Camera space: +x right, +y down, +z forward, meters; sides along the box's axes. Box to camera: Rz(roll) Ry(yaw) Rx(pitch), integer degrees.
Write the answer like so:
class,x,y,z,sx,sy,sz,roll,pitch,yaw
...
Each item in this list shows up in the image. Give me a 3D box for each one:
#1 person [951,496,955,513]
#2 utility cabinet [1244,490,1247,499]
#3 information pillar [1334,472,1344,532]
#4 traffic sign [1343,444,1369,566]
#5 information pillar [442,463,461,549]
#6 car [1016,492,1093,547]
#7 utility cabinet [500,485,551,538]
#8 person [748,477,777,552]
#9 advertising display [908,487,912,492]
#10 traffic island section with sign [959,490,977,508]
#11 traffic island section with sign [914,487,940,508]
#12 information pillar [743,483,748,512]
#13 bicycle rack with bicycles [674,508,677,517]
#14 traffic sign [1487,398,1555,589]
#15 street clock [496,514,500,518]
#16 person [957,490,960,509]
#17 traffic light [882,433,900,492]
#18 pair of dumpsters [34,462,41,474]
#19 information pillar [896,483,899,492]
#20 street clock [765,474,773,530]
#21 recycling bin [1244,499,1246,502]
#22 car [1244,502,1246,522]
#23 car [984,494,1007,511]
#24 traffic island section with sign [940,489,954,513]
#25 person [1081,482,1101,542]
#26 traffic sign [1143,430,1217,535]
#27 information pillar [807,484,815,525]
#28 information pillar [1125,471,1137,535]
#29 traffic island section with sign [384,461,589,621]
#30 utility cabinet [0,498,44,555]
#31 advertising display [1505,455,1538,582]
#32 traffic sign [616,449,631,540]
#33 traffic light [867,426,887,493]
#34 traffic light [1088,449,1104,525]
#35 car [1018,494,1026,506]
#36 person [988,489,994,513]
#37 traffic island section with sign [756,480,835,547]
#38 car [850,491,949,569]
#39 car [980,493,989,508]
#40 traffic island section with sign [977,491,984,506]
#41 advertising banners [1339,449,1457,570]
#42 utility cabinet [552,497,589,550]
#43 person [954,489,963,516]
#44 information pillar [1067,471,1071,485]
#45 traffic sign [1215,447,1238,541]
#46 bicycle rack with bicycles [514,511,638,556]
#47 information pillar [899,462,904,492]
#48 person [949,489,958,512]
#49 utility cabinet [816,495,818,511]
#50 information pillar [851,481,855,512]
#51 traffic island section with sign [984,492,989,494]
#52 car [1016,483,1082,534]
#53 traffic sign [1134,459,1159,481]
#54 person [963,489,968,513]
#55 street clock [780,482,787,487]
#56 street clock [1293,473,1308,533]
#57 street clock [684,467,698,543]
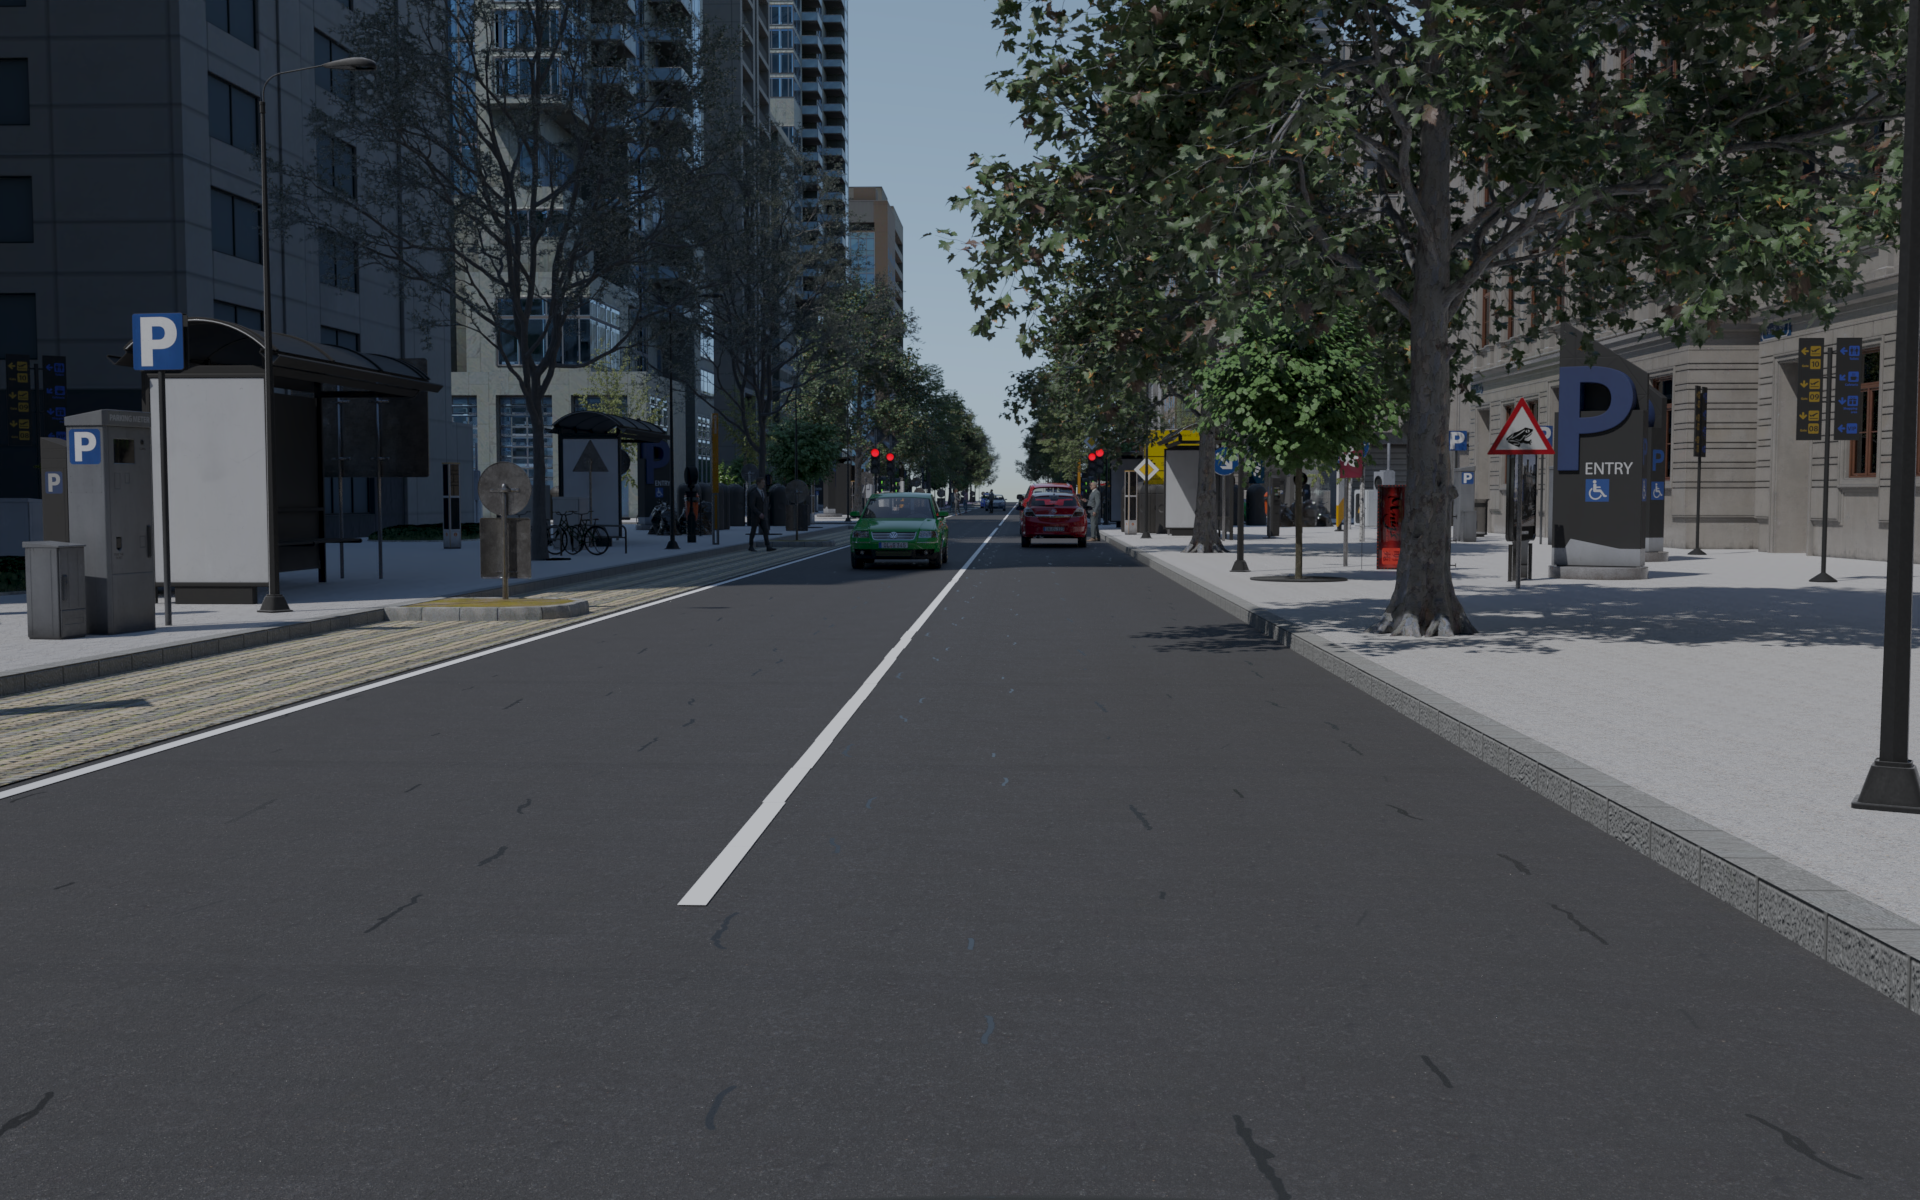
class,x,y,z,sx,sy,sz,roll,pitch,yaw
person,-0.417,-7.122,127.537,0.503,1.515,0.523,-1,4,-15
utility cabinet,17.465,-5.801,103.523,1.173,1.500,0.318,1,4,22
information pillar,13.083,-4.161,59.394,0.504,3.616,0.183,-3,5,-43
traffic sign,6.839,-1.868,30.654,0.768,2.556,0.104,0,4,7
information pillar,-11.900,-2.205,40.539,0.304,2.012,0.304,3,5,42
car,2.615,-2.387,48.072,2.155,1.783,4.494,0,4,3
utility cabinet,-10.694,-2.075,42.605,1.173,1.500,0.318,-2,4,-33
person,-4.918,-2.116,42.881,0.755,1.850,0.659,2,4,29
advertising display,-4.308,-8.191,139.138,0.974,1.923,0.123,1,4,19
traffic island section with sign,0.513,-10.436,179.252,1.989,1.847,2.006,0,4,2
traffic island section with sign,-2.357,-5.762,102.830,1.989,1.847,2.006,0,4,2
information pillar,-14.603,-6.943,118.016,0.304,2.012,0.304,0,4,-6
bicycle rack with bicycles,-10.794,-3.193,65.593,2.925,0.926,2.852,-1,4,-19
traffic sign,7.577,-1.434,23.442,0.884,2.594,0.081,0,4,7
street clock,-15.692,-3.330,59.021,0.471,2.002,0.358,-3,4,-38
person,-0.221,-9.384,161.951,0.705,1.821,1.348,0,4,-6
traffic light,-3.176,-5.559,79.805,0.839,4.253,0.868,0,4,2
pair of dumpsters,-10.614,-1.278,23.385,1.574,2.255,4.437,0,4,2
information pillar,-4.091,-6.490,110.599,0.304,2.012,0.304,2,4,32
street clock,-6.881,-3.484,61.533,0.358,2.002,0.471,2,4,30
recycling bin,15.461,-4.877,92.293,0.722,1.027,0.722,-3,5,-43
car,10.765,-4.145,76.570,4.718,1.807,1.959,0,4,0
car,3.041,-8.321,148.053,2.014,1.417,4.499,0,4,2
traffic island section with sign,-1.349,-7.409,129.767,1.989,1.847,2.006,0,4,2
person,3.985,-2.677,52.452,0.590,1.801,0.661,-1,4,-10
traffic sign,6.824,-3.669,53.853,2.265,3.308,0.079,0,4,6
information pillar,-6.315,-4.188,72.968,0.304,2.012,0.304,1,4,20
information pillar,5.378,-3.057,54.477,0.304,2.012,0.304,-1,4,-20
traffic island section with sign,-5.463,-0.716,20.343,1.989,1.847,2.006,0,4,2
utility cabinet,-14.372,-0.939,26.515,1.020,1.237,0.306,2,4,34
advertising display,8.306,-1.249,25.638,0.123,1.923,0.974,3,4,37
traffic sign,-9.504,-2.928,47.982,0.768,2.556,0.104,0,4,6
traffic light,-3.475,-5.071,71.825,0.839,4.253,0.868,0,4,2
traffic light,5.730,-5.051,71.497,0.839,4.253,0.868,0,4,2
car,7.448,-11.306,194.636,2.009,1.686,4.222,0,4,3
person,2.312,-7.384,129.412,0.473,1.802,0.592,2,4,23
traffic island section with sign,-4.446,-2.364,47.279,1.989,1.847,2.006,0,4,2
car,-1.180,-1.587,34.740,1.959,1.807,4.718,0,4,2
car,2.979,-10.226,176.787,1.945,1.707,3.694,0,4,4
traffic island section with sign,1.537,-12.092,206.333,1.989,1.847,2.006,0,4,2
advertising banners,7.340,-2.024,29.287,2.074,3.025,0.090,1,4,9
utility cabinet,-8.965,-1.758,39.909,1.020,1.237,0.306,3,5,41
person,-0.115,-6.491,114.903,0.573,1.790,0.520,0,4,3
information pillar,9.447,-9.705,150.025,0.504,3.616,0.183,3,5,41
traffic sign,7.173,-2.871,47.055,0.768,2.556,0.104,0,4,4
bicycle rack with bicycles,-8.402,-1.445,37.015,2.925,0.926,2.852,3,4,39
information pillar,-3.772,-7.347,111.480,0.183,3.616,0.504,-3,5,-39
person,-0.532,-7.664,133.784,0.713,1.824,0.794,-1,4,-21
utility cabinet,-10.612,-7.101,127.261,0.306,1.237,1.020,0,4,-2
information pillar,-5.971,-5.697,97.637,0.304,2.012,0.304,-1,4,-15
traffic island section with sign,3.584,-15.448,261.200,1.989,1.847,2.006,0,4,2
car,3.114,-3.145,60.092,2.281,1.827,5.304,0,4,0
traffic sign,5.777,-3.212,53.709,0.795,2.450,0.064,0,4,3
person,0.414,-7.429,129.978,0.388,1.821,0.555,-2,4,-32
street clock,-8.406,-4.834,83.613,0.471,2.002,0.358,1,4,13
street clock,11.126,-3.187,56.684,0.471,2.002,0.358,0,4,6
street clock,-7.082,-2.514,45.668,0.358,2.002,0.471,-2,4,-29
